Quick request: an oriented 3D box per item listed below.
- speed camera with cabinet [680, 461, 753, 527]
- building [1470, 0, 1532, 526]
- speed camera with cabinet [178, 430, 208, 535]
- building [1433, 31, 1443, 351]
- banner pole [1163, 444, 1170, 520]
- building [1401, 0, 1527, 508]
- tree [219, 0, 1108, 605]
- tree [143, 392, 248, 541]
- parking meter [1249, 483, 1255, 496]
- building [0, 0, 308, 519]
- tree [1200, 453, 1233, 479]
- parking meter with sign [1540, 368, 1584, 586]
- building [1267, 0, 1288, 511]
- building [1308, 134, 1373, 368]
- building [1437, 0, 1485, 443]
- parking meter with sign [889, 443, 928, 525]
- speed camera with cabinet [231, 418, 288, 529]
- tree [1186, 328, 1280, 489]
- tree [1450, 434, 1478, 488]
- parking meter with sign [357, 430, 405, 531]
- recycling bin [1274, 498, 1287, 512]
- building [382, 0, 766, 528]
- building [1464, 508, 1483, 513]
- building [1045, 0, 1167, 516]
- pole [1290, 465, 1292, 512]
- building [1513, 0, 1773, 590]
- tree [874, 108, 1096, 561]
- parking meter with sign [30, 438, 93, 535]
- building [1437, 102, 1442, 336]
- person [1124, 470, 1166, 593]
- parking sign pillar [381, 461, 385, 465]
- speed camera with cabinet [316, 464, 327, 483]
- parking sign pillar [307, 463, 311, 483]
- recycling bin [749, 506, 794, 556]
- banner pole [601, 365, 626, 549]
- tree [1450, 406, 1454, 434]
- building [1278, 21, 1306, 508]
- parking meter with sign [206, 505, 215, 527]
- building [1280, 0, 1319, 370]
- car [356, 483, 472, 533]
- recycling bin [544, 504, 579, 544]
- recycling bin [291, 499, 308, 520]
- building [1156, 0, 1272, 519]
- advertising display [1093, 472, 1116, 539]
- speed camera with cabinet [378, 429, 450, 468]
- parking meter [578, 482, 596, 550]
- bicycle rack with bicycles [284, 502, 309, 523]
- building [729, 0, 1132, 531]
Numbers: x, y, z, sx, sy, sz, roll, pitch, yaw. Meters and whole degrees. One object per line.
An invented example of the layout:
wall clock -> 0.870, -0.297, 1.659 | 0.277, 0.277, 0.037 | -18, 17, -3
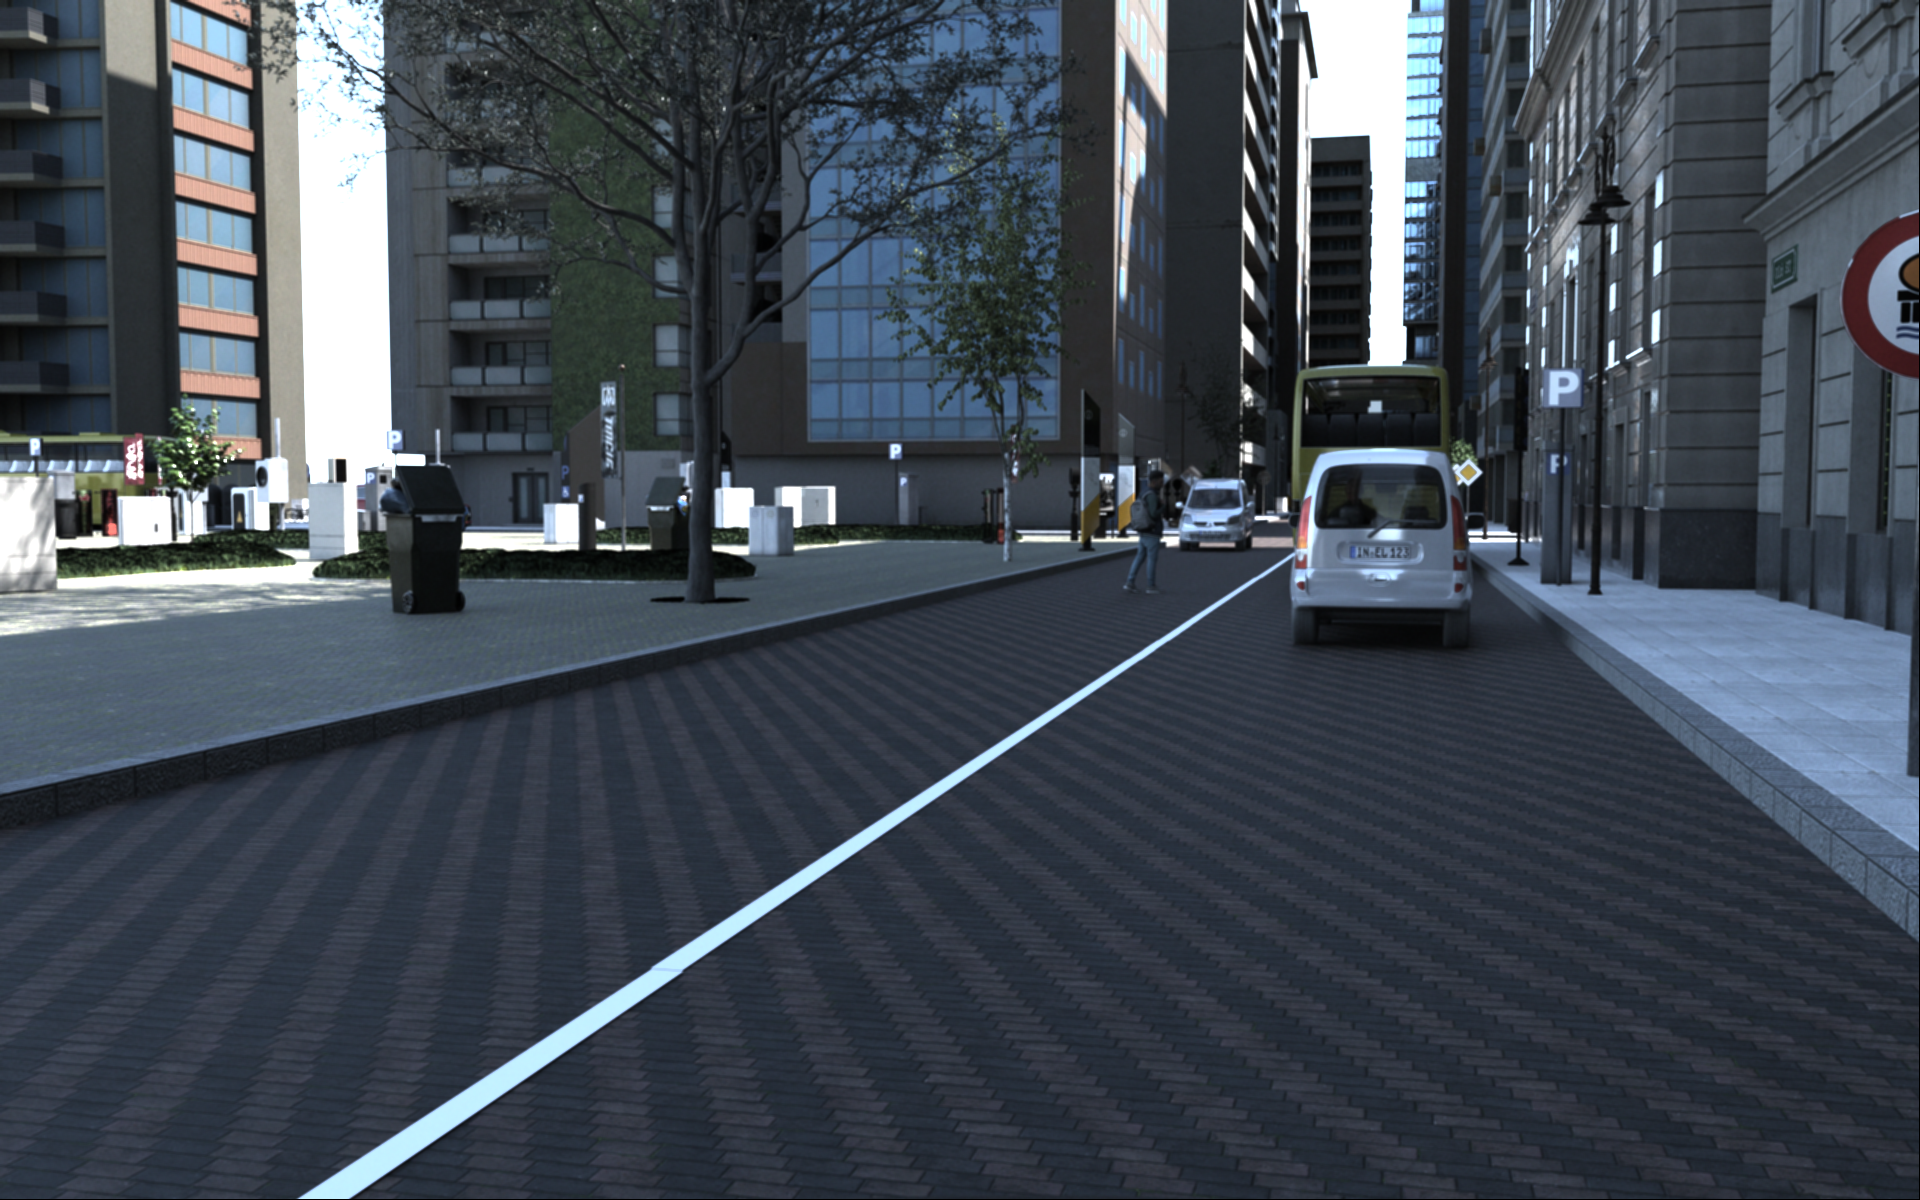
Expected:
speed camera with cabinet -> -6.951, -3.374, 49.494 | 2.038, 3.252, 0.660 | -2, 4, -31
building -> 33.928, -23.164, 70.610 | 23.993, 40.220, 32.217 | 1, 4, 14
speed camera with cabinet -> -23.779, -3.629, 53.666 | 0.660, 3.252, 2.038 | -2, 4, -32
building -> 53.949, -30.583, 154.651 | 22.147, 44.769, 28.867 | 1, 4, 14
banner pole -> 10.278, -5.872, 86.024 | 0.401, 3.779, 0.863 | 0, 4, 0
building -> 67.880, -55.351, 217.655 | 31.000, 86.520, 22.319 | 1, 4, 14
tree -> -2.953, -6.722, 20.276 | 12.009, 13.543, 11.850 | 0, 3, 0
tree -> -14.772, -2.351, 33.047 | 1.663, 3.219, 1.824 | 0, 3, 0
parking meter -> 15.395, -5.235, 91.297 | 0.255, 1.863, 0.399 | 2, 4, 26
building -> -48.517, -26.302, 84.665 | 28.867, 44.769, 22.147 | 1, 4, 14
tree -> 11.814, -5.282, 80.969 | 1.663, 3.219, 1.824 | 0, 3, 0
parking meter with sign -> 8.616, -1.752, 24.903 | 0.543, 3.016, 1.738 | 1, 4, 17
building -> 17.255, -51.062, 147.535 | 22.319, 86.520, 31.000 | 1, 4, 14
building -> 42.321, -36.777, 225.002 | 21.600, 48.544, 21.300 | 1, 4, 14
building -> 44.632, -29.630, 134.555 | 14.600, 45.320, 14.200 | 1, 4, 14
parking meter with sign -> -1.755, -3.925, 60.432 | 0.543, 3.016, 1.738 | 2, 4, 32
speed camera with cabinet -> -18.379, -3.123, 45.402 | 2.038, 3.252, 0.660 | 3, 5, 41
tree -> 11.752, -7.710, 76.415 | 4.360, 8.622, 3.978 | 0, 3, 0
tree -> 26.162, -6.667, 92.716 | 4.285, 4.588, 4.351 | 0, 3, 0
parking meter with sign -> -15.622, -3.069, 46.444 | 0.543, 3.016, 1.738 | 1, 4, 18
recycling bin -> 23.394, -6.956, 126.290 | 0.722, 1.027, 0.722 | 2, 4, 35
building -> -15.257, -23.701, 71.106 | 14.086, 41.232, 14.154 | 1, 4, 14
building -> 44.263, -48.711, 109.088 | 22.319, 86.520, 31.000 | 1, 4, 14
building -> 14.913, -29.043, 124.971 | 14.600, 45.320, 14.200 | 1, 4, 14
pole -> 23.308, -7.813, 121.580 | 0.158, 3.312, 0.155 | 0, 3, 0
building -> 17.812, -14.420, 33.032 | 12.463, 27.353, 25.104 | 1, 4, 14
tree -> 0.746, -5.036, 32.699 | 4.737, 8.622, 4.395 | 0, 3, 0
parking meter with sign -> -28.330, -3.572, 54.668 | 0.543, 3.016, 1.738 | 2, 4, 28
building -> 62.083, -34.459, 183.014 | 23.786, 49.044, 30.456 | 1, 4, 14
person -> 2.746, -0.993, 25.086 | 0.721, 1.781, 0.623 | -2, 4, -28
parking sign pillar -> -47.794, -9.473, 143.358 | 1.447, 3.967, 1.447 | -3, 5, -42
speed camera with cabinet -> -41.155, -7.300, 113.693 | 2.038, 3.252, 0.660 | -3, 5, -43
parking sign pillar -> -39.647, -7.093, 104.439 | 1.447, 3.967, 1.447 | 1, 4, 9
recycling bin -> -3.925, -1.436, 36.038 | 0.722, 1.027, 0.722 | 1, 4, 22
banner pole -> -6.718, -2.673, 33.718 | 0.863, 3.779, 0.401 | 3, 4, 39
tree -> 33.110, -10.630, 124.163 | 4.737, 8.622, 4.395 | 0, 3, 0
building -> 26.325, -31.785, 169.802 | 14.600, 45.320, 14.200 | 1, 4, 14
parking meter with sign -> -29.764, -4.326, 66.986 | 1.738, 3.016, 0.543 | 0, 4, 2
building -> 25.142, -36.923, 192.922 | 27.495, 52.752, 28.713 | 1, 4, 14
car -> -19.365, -3.120, 59.687 | 5.304, 1.827, 2.281 | 1, 4, 15
recycling bin -> -10.250, -1.960, 44.593 | 0.722, 1.027, 0.722 | -3, 4, -36
recycling bin -> -32.881, -4.523, 86.498 | 0.722, 1.027, 0.722 | 1, 4, 16
building -> 6.534, -29.150, 100.304 | 21.300, 48.544, 21.600 | 1, 4, 14
advertising display -> 4.024, -2.729, 49.831 | 0.974, 1.923, 0.123 | -2, 4, -24
speed camera with cabinet -> -16.691, -3.585, 52.959 | 2.038, 3.252, 0.660 | 0, 4, 3
parking meter -> -8.056, -1.775, 37.432 | 0.372, 1.533, 0.369 | 0, 3, 0
bicycle rack with bicycles -> -29.120, -3.947, 77.910 | 2.925, 0.926, 2.852 | 1, 4, 15
building -> 0.258, -25.494, 66.936 | 14.600, 45.320, 14.200 | 1, 4, 14
